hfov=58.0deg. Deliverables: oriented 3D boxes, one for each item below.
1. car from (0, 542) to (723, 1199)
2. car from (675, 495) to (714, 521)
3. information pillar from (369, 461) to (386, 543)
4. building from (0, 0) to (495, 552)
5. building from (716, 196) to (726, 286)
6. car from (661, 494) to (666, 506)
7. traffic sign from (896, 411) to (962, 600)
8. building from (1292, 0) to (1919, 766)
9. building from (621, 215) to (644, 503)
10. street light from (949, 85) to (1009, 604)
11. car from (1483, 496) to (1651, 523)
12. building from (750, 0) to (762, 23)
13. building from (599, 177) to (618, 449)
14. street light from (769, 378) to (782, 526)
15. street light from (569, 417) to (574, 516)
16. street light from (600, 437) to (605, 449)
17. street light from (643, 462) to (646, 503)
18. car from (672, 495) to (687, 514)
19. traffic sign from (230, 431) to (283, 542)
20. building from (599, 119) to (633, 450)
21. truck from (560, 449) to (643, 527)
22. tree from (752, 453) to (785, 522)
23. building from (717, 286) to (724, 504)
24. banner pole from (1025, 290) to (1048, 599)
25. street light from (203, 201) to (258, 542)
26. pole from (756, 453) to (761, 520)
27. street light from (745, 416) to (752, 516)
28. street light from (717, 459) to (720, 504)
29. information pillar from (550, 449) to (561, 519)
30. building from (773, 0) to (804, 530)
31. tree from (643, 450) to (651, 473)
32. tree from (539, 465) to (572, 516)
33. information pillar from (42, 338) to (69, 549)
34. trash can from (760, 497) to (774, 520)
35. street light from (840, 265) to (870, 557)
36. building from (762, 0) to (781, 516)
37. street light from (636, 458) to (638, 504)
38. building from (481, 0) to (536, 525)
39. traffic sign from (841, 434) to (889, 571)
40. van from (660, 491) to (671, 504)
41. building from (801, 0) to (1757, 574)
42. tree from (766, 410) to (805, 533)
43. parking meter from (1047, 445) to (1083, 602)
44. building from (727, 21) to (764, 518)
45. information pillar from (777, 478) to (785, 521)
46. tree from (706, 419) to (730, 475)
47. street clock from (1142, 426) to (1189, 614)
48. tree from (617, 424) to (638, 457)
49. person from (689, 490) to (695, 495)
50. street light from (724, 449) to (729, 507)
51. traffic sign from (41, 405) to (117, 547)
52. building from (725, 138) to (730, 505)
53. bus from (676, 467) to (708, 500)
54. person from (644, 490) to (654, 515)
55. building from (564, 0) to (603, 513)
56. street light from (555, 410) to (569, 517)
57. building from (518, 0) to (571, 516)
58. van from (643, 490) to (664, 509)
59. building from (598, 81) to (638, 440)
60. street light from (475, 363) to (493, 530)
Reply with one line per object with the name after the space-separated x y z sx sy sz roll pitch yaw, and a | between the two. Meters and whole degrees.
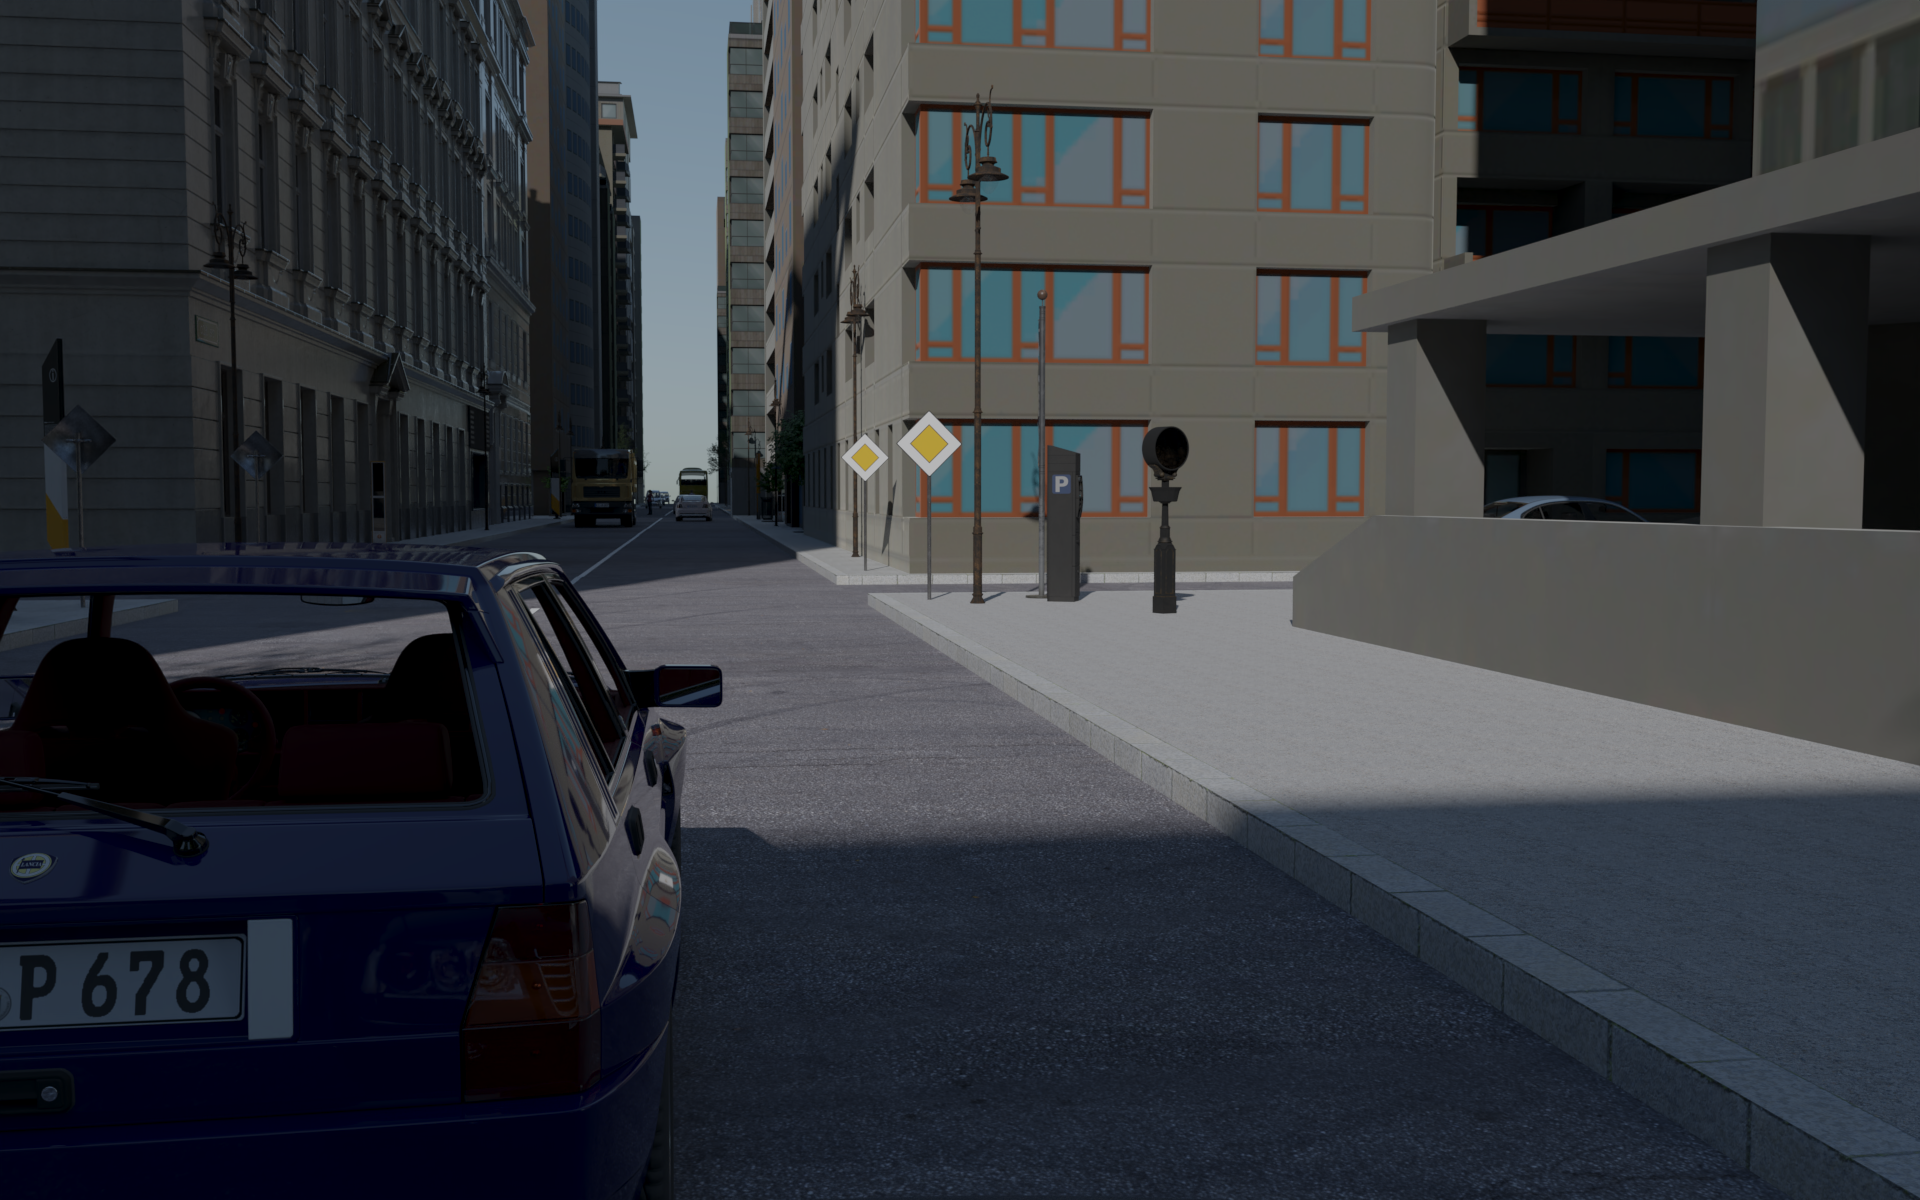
-1.540 0.515 4.162 1.945 1.354 3.894 -1 4 -9 | car
-14.166 -4.887 92.262 2.083 1.381 4.827 0 4 -7 | car
-12.993 -2.090 38.670 0.304 2.012 0.304 -2 4 -24 | information pillar
-23.416 -16.561 47.180 17.030 29.872 44.131 -1 4 -9 | building
-28.579 -36.954 254.313 14.600 45.320 14.200 -1 4 -9 | building
-38.064 -12.612 218.206 2.014 1.417 4.499 -1 4 -11 | car
-0.375 -1.059 20.951 0.795 2.450 0.064 -1 4 -9 | traffic sign
20.187 -19.525 11.120 32.217 40.220 23.993 -1 4 -9 | building
-52.442 -34.409 246.176 14.154 41.232 14.086 -1 4 -9 | building
0.207 -2.897 20.147 0.468 5.910 1.993 -1 4 -9 | street light
8.957 -0.795 24.994 4.499 1.417 2.014 -1 4 -9 | car
-9.762 -33.331 164.577 23.786 49.044 30.456 -1 4 -9 | building
-40.051 -24.017 164.374 14.160 30.474 14.107 -1 4 -9 | building
-7.334 -5.881 68.935 0.468 5.910 1.993 -1 4 -9 | street light
-23.228 -7.992 103.462 0.468 5.910 1.993 -1 4 -9 | street light
-28.201 -10.036 136.874 0.468 5.910 1.993 -1 4 -9 | street light
-46.104 -17.150 253.186 0.468 5.910 1.993 -1 4 -9 | street light
-19.829 -6.915 125.421 2.083 1.381 4.827 -1 4 -10 | car
-11.118 -1.454 27.414 0.795 2.450 0.064 -1 4 -9 | traffic sign
-48.848 -33.172 196.983 22.147 44.769 28.867 -1 4 -9 | building
-15.719 -4.943 76.750 3.469 3.379 9.791 -1 4 -9 | truck
-8.762 -5.201 79.632 1.663 3.219 1.824 0 3 0 | tree
-26.670 -28.688 240.749 14.160 30.474 14.107 -1 4 -9 | building
1.001 -1.928 21.539 0.401 3.779 0.863 0 4 -2 | banner pole
-11.614 -3.360 27.727 0.468 5.910 1.993 -1 4 -9 | street light
-10.136 -5.702 87.067 0.158 3.312 0.155 0 3 0 | pole
-12.539 -7.952 102.801 0.468 5.910 1.993 -1 4 -9 | street light
-31.530 -15.566 227.290 0.468 5.910 1.993 -1 4 -9 | street light
-20.814 -5.975 89.040 0.183 3.616 0.504 3 5 39 | information pillar
-0.049 -25.525 67.451 14.600 45.320 14.200 -1 4 -9 | building
-48.408 -18.901 259.386 4.360 8.622 3.978 0 3 0 | tree
-23.142 -6.443 99.937 1.663 3.219 1.824 0 3 0 | tree
-13.676 -2.131 26.196 0.504 3.616 0.183 2 4 35 | information pillar
-9.554 -4.539 85.861 0.748 1.137 0.748 0 3 0 | trash can
-2.127 -3.810 35.084 0.468 5.910 1.993 -1 4 -9 | street light
0.474 -28.739 93.583 21.300 48.544 21.600 -1 4 -9 | building
-40.817 -15.072 219.207 0.468 5.910 1.993 -1 4 -9 | street light
-26.971 -17.933 79.109 13.634 28.700 20.117 -1 4 -9 | building
-1.581 -1.541 28.845 0.795 2.450 0.064 -1 4 -9 | traffic sign
-43.591 -15.169 255.030 2.013 2.044 4.112 -1 4 -9 | van
11.389 -12.109 43.022 28.899 21.520 27.650 -1 4 -9 | building
-4.785 -4.536 57.874 4.285 4.588 4.351 0 3 0 | tree
1.252 -0.914 20.663 0.399 1.863 0.255 1 4 17 | parking meter
-7.791 -20.751 110.985 14.160 30.474 14.107 -1 4 -9 | building
-8.371 -4.703 81.387 0.304 2.012 0.304 3 5 40 | information pillar
-24.183 -15.472 187.383 7.601 10.594 8.767 2 4 30 | tree
2.202 -0.858 18.598 0.471 2.002 0.358 -2 4 -31 | street clock
-35.281 -13.953 178.497 4.737 8.622 4.395 0 3 0 | tree
-18.867 -6.888 122.065 0.756 1.711 0.436 1 4 19 | person
-23.979 -12.551 178.003 0.468 5.910 1.993 -1 4 -9 | street light
-9.912 -0.971 19.520 0.795 2.450 0.064 -1 4 -9 | traffic sign
-20.320 -31.751 202.723 14.154 41.232 14.086 -1 4 -9 | building
-24.616 -10.274 159.520 2.896 3.916 12.252 -1 4 -10 | bus
-21.480 -6.751 119.597 0.721 1.743 1.217 -3 5 -43 | person
-38.130 -35.836 127.922 21.231 58.520 28.212 -1 4 -9 | building
-21.961 -7.480 95.082 0.468 5.910 1.993 -1 4 -9 | street light
-32.045 -27.990 107.744 14.600 45.320 14.200 -1 4 -9 | building
-30.671 -10.171 173.299 2.013 2.044 4.112 -1 4 -10 | van
-56.399 -38.827 224.053 28.713 52.752 27.495 -1 4 -9 | building
-16.746 -5.402 61.115 0.468 5.910 1.993 -1 4 -9 | street light
